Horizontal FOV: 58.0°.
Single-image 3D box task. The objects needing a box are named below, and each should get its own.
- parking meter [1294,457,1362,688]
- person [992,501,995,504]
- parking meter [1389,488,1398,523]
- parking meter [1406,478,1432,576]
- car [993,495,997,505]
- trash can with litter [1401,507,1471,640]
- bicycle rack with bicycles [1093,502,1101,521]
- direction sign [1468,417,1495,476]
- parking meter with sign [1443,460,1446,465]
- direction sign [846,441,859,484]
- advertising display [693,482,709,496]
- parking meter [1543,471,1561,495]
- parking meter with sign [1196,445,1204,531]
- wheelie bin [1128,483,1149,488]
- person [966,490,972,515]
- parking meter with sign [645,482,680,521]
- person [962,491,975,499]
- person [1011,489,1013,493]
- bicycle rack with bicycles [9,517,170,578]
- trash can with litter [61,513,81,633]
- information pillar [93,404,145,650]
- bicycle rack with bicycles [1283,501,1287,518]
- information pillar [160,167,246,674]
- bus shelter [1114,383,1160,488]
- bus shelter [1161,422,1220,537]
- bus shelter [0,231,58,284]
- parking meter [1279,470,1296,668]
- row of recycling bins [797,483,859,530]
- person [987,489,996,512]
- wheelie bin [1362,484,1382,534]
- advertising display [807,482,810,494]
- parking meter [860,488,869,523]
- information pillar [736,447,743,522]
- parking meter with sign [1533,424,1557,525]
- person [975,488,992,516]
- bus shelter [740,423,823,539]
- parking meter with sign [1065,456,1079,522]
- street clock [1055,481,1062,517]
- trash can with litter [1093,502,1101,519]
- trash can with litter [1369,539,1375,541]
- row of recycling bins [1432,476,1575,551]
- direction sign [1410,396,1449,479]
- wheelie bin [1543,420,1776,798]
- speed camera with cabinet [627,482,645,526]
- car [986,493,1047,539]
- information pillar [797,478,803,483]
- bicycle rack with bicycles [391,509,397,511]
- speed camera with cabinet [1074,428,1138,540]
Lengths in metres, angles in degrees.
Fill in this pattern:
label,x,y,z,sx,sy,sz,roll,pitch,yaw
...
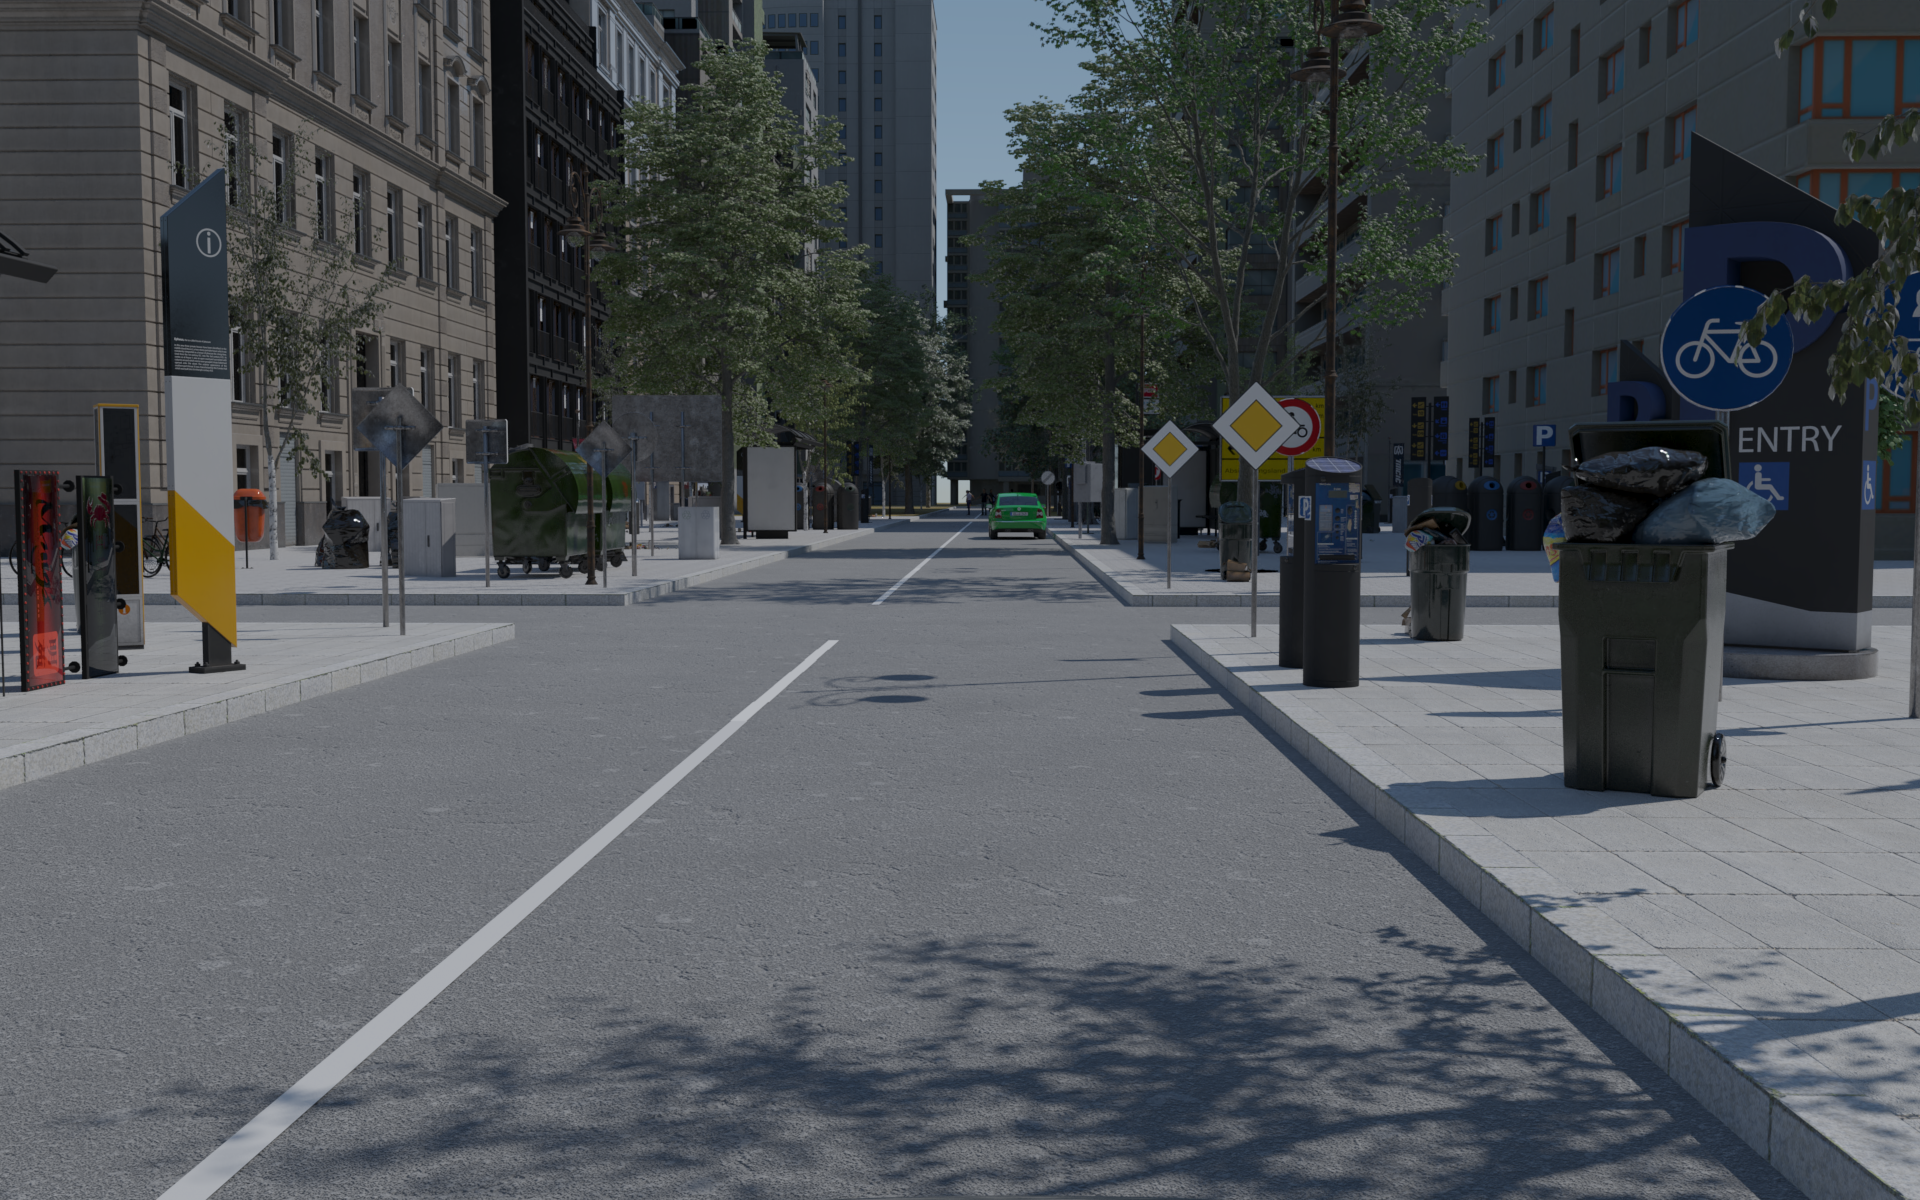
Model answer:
label,x,y,z,sx,sy,sz,roll,pitch,yaw
parking meter,2.490,-0.194,11.582,0.372,1.533,0.369,0,3,0
person,2.711,-6.553,118.899,1.065,1.426,0.557,0,4,1
parking meter,19.043,-4.140,76.100,0.372,1.533,0.369,0,3,0
parking meter,7.170,-1.139,27.041,0.372,1.533,0.369,0,3,0
car,3.349,-7.922,142.111,1.945,1.354,3.894,0,4,2
trash can with litter,4.162,-0.250,15.468,0.624,1.170,1.055,0,4,0
bicycle rack with bicycles,6.838,-4.230,82.544,2.852,0.926,2.925,0,4,-5
direction sign,15.409,-3.622,51.222,0.379,3.537,0.876,-3,4,-38
parking meter with sign,20.631,-4.558,70.791,0.543,3.016,1.738,-3,5,-40
direction sign,-4.602,-5.040,74.406,0.379,3.537,0.876,2,4,32
advertising display,-13.908,-5.375,93.090,0.123,1.923,0.974,3,5,43
parking meter,14.663,-2.276,42.930,0.399,1.863,0.255,1,4,17
parking meter with sign,8.377,-3.979,61.317,0.543,3.016,1.738,0,4,3
wheelie bin,5.220,-2.638,51.035,0.980,1.594,0.693,-1,4,-14
person,0.522,-6.595,117.259,0.436,1.711,0.756,2,4,34
parking meter with sign,-14.222,-5.279,82.566,1.738,3.016,0.543,-3,4,-37
person,0.874,-10.205,175.349,1.348,1.824,0.705,-1,4,-18
person,3.835,-7.336,128.444,1.348,1.824,0.705,-2,4,-24
bicycle rack with bicycles,-12.780,-0.827,26.902,2.925,0.926,2.852,2,4,24
trash can with litter,-8.074,-0.290,16.130,0.624,1.170,1.055,-2,4,-33
information pillar,-6.937,-0.599,14.292,0.304,2.012,0.304,-2,4,-33
bicycle rack with bicycles,16.538,-4.698,90.194,2.852,0.926,2.925,-2,4,-28
information pillar,-5.415,-1.284,12.352,0.183,3.616,0.504,2,4,31
bus shelter,6.059,-5.037,59.992,2.179,5.291,8.768,0,4,1
bus shelter,6.961,-3.513,51.353,2.014,3.302,5.546,0,4,1
bus shelter,-7.388,-0.950,9.463,2.014,3.302,5.546,0,4,1
parking meter,2.561,-0.271,12.846,0.372,1.533,0.369,0,3,0
row of recycling bins,-5.412,-3.389,62.517,3.534,1.692,1.069,0,4,2
person,2.498,-7.921,138.035,0.705,1.821,1.348,3,4,37
wheelie bin,13.328,-2.976,56.558,0.693,1.594,0.980,3,4,37
advertising display,-6.911,-4.462,78.160,0.123,1.923,0.974,-1,4,-13
parking meter,-4.206,-4.160,76.433,0.372,1.533,0.369,0,3,0
information pillar,-9.886,-5.337,78.614,0.504,3.616,0.183,0,4,-6
parking meter with sign,15.009,-2.937,44.279,0.543,3.016,1.738,2,4,25
person,1.588,-6.538,115.403,1.348,1.822,0.705,2,4,32
bus shelter,-5.382,-3.549,51.950,2.014,3.302,5.546,0,4,1
parking meter with sign,5.277,-5.118,79.943,0.543,3.016,1.738,1,4,15
street clock,5.684,-5.778,99.041,0.471,2.002,0.358,0,4,-4
trash can with litter,7.338,-4.781,89.223,2.233,1.210,1.678,2,4,28
trash can with litter,10.225,-2.226,47.452,2.233,1.210,1.678,2,4,35
row of recycling bins,12.313,-1.963,39.208,3.534,1.692,1.069,0,4,-4
direction sign,10.919,-2.956,40.329,0.876,3.537,0.379,2,4,32
wheelie bin,3.001,0.022,7.541,0.980,1.594,0.693,2,4,32
speed camera with cabinet,-13.198,-4.616,69.813,0.660,3.252,2.038,-1,4,-22
car,1.829,-2.896,56.143,1.959,1.807,4.718,0,4,0
information pillar,-7.165,-4.453,77.302,0.304,2.012,0.304,3,4,38
bicycle rack with bicycles,-13.181,-1.718,41.469,2.852,0.926,2.925,1,4,18
speed camera with cabinet,4.160,-3.361,49.283,0.660,3.252,2.038,-3,5,-43
